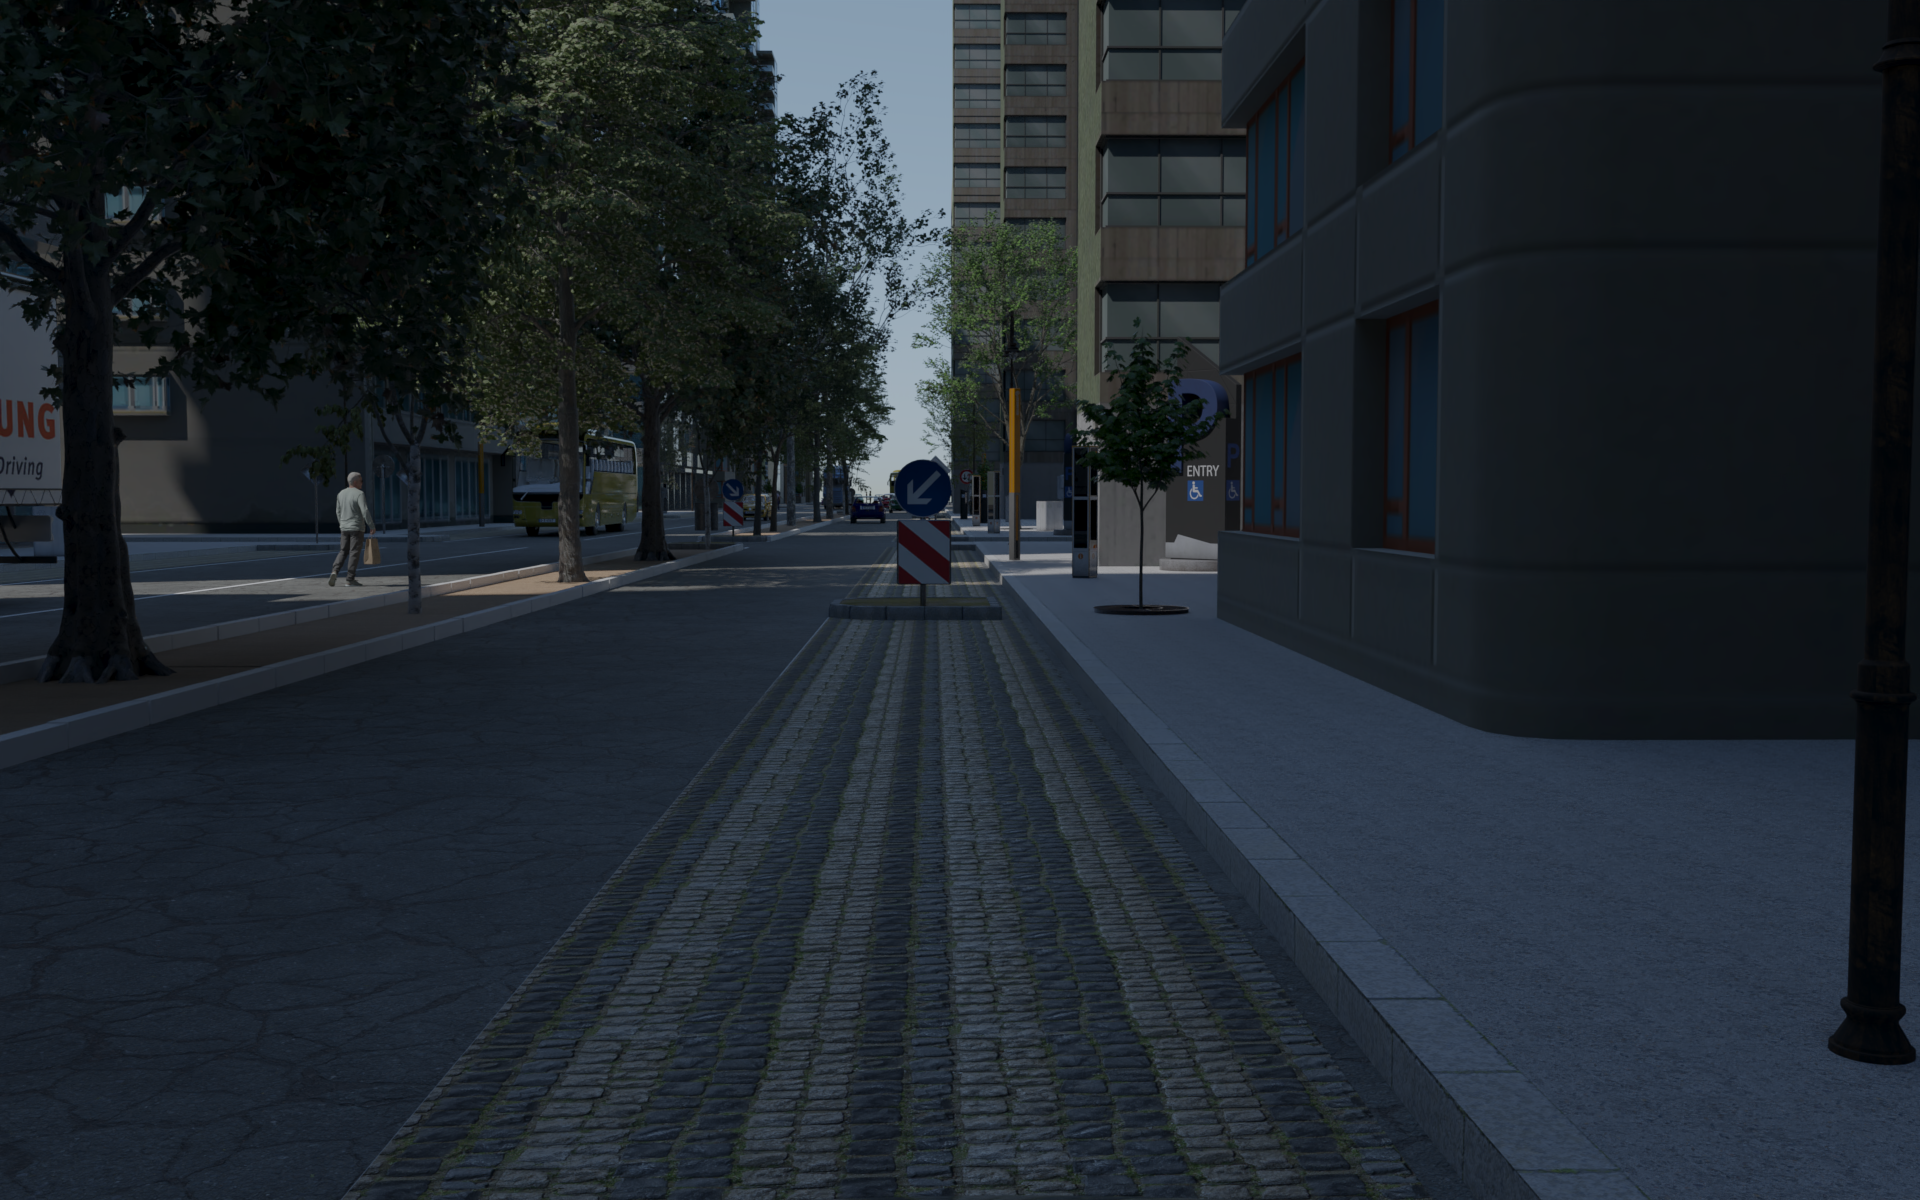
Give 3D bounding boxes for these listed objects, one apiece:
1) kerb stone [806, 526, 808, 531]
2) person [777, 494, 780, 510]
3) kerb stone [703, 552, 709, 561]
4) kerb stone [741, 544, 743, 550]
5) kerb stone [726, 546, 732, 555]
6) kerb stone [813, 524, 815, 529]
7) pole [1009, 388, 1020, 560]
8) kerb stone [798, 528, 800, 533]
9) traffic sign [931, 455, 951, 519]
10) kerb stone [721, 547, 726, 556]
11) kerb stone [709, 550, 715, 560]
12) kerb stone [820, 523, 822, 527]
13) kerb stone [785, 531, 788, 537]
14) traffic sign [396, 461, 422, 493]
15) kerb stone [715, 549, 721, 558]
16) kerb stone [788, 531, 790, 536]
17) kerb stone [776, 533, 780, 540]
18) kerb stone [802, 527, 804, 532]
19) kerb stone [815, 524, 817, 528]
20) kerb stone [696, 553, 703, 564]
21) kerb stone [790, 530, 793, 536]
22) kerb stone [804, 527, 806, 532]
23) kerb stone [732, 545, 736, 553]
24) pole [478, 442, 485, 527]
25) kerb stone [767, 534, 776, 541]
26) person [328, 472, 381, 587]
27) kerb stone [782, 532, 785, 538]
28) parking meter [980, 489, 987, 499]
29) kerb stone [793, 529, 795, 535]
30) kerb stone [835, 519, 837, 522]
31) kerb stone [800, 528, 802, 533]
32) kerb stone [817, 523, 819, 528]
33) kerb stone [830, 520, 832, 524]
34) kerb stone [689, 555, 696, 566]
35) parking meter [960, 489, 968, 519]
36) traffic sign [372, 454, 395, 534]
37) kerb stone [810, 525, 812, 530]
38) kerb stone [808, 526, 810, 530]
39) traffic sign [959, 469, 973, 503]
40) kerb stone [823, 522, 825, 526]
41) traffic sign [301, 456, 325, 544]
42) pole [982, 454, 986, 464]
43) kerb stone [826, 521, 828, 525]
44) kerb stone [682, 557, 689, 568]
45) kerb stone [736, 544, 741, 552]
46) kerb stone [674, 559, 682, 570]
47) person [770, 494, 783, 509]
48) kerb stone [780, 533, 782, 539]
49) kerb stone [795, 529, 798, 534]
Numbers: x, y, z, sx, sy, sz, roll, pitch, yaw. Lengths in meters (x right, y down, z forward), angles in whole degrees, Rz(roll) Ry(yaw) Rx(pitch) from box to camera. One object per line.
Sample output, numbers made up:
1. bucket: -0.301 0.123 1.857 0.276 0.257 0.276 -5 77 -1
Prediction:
1. kerb stone: -5.993 -2.684 66.143 0.120 0.150 1.000 0 4 -1
2. person: -16.433 -8.902 154.993 0.756 1.711 0.436 1 4 19
3. kerb stone: -5.523 -0.899 36.888 0.120 0.150 1.000 0 4 -1
4. kerb stone: -5.632 -1.338 44.065 0.120 0.150 1.000 0 4 -1
5. kerb stone: -5.583 -1.148 40.994 0.120 0.150 1.000 0 4 -1
6. kerb stone: -6.063 -2.928 70.233 0.120 0.150 1.000 0 4 -1
7. pole: 1.062 -2.429 33.550 0.158 3.312 0.155 0 3 0
8. kerb stone: -5.929 -2.437 62.044 0.120 0.150 1.000 0 4 -1
9. traffic sign: -0.633 -2.536 45.113 0.795 2.450 0.064 0 4 -1
10. kerb stone: -5.571 -1.087 39.964 0.120 0.150 1.000 0 4 -1
11. kerb stone: -5.532 -0.961 37.916 0.120 0.150 1.000 0 4 -1
12. kerb stone: -6.131 -3.189 74.332 0.120 0.150 1.000 0 4 -1
13. kerb stone: -5.853 -2.121 56.929 0.120 0.150 1.000 0 4 -1
14. traffic sign: -16.805 -3.010 52.857 0.795 2.450 0.064 0 4 -1
15. kerb stone: -5.545 -1.024 38.942 0.120 0.150 1.000 0 4 -1
16. kerb stone: -5.864 -2.187 57.952 0.120 0.150 1.000 0 4 -1
17. kerb stone: -5.793 -1.936 53.848 0.120 0.150 1.000 0 4 -1
18. kerb stone: -5.965 -2.556 64.091 0.120 0.150 1.000 0 4 -1
19. kerb stone: -6.077 -3.001 71.255 0.120 0.150 1.000 0 4 -1
20. kerb stone: -5.499 -0.836 35.863 0.120 0.150 1.000 0 4 -1
21. kerb stone: -5.876 -2.243 58.977 0.120 0.150 1.000 0 4 -1
22. kerb stone: -5.980 -2.625 65.117 0.120 0.150 1.000 0 4 -1
23. kerb stone: -5.607 -1.209 42.016 0.120 0.150 1.000 0 4 -1
24. pole: -18.753 -4.526 67.836 0.158 3.312 0.155 0 3 0
25. kerb stone: -5.780 -1.873 52.825 0.120 0.150 1.000 0 4 -1
26. person: -9.344 -1.087 26.753 0.782 1.767 0.515 2 4 24
27. kerb stone: -5.827 -2.061 55.892 0.120 0.150 1.000 0 4 -1
28. parking meter: 1.115 -4.529 82.467 0.372 1.533 0.369 0 3 0
29. kerb stone: -5.896 -2.312 59.999 0.120 0.150 1.000 0 4 -1
30. kerb stone: -6.312 -3.878 85.594 0.120 0.150 1.000 0 4 -1
31. kerb stone: -5.949 -2.500 63.066 0.120 0.150 1.000 0 4 -1
32. kerb stone: -6.099 -3.063 72.281 0.120 0.150 1.000 0 4 -1
33. kerb stone: -6.249 -3.627 81.500 0.120 0.150 1.000 0 4 -1
34. kerb stone: -5.486 -0.770 34.841 0.120 0.150 1.000 0 4 -1
35. parking meter: 0.196 -4.860 87.871 0.372 1.533 0.369 0 3 0
36. traffic sign: -18.550 -3.401 55.712 0.768 2.556 0.104 0 4 8
37. kerb stone: -6.029 -2.811 68.189 0.120 0.150 1.000 0 4 -1
38. kerb stone: -6.013 -2.750 67.166 0.120 0.150 1.000 0 4 -1
39. traffic sign: 0.356 -5.440 89.058 0.768 2.556 0.104 0 4 2
40. kerb stone: -6.168 -3.313 76.376 0.120 0.150 1.000 0 4 -1
41. traffic sign: -16.675 -2.522 44.873 0.795 2.450 0.064 0 4 -1
42. pole: 1.202 -5.722 87.395 0.158 3.312 0.155 0 3 0
43. kerb stone: -6.196 -3.433 78.430 0.120 0.150 1.000 0 4 -1
44. kerb stone: -5.467 -0.711 33.813 0.120 0.150 1.000 0 4 -1
45. kerb stone: -5.613 -1.275 43.043 0.120 0.150 1.000 0 4 -1
46. kerb stone: -5.450 -0.644 32.791 0.120 0.150 1.000 0 4 -1
47. person: -17.848 -9.732 167.627 1.348 1.824 0.705 -1 4 -10
48. kerb stone: -5.809 -1.998 54.870 0.120 0.150 1.000 0 4 -1
49. kerb stone: -5.912 -2.375 61.021 0.120 0.150 1.000 0 4 -1
